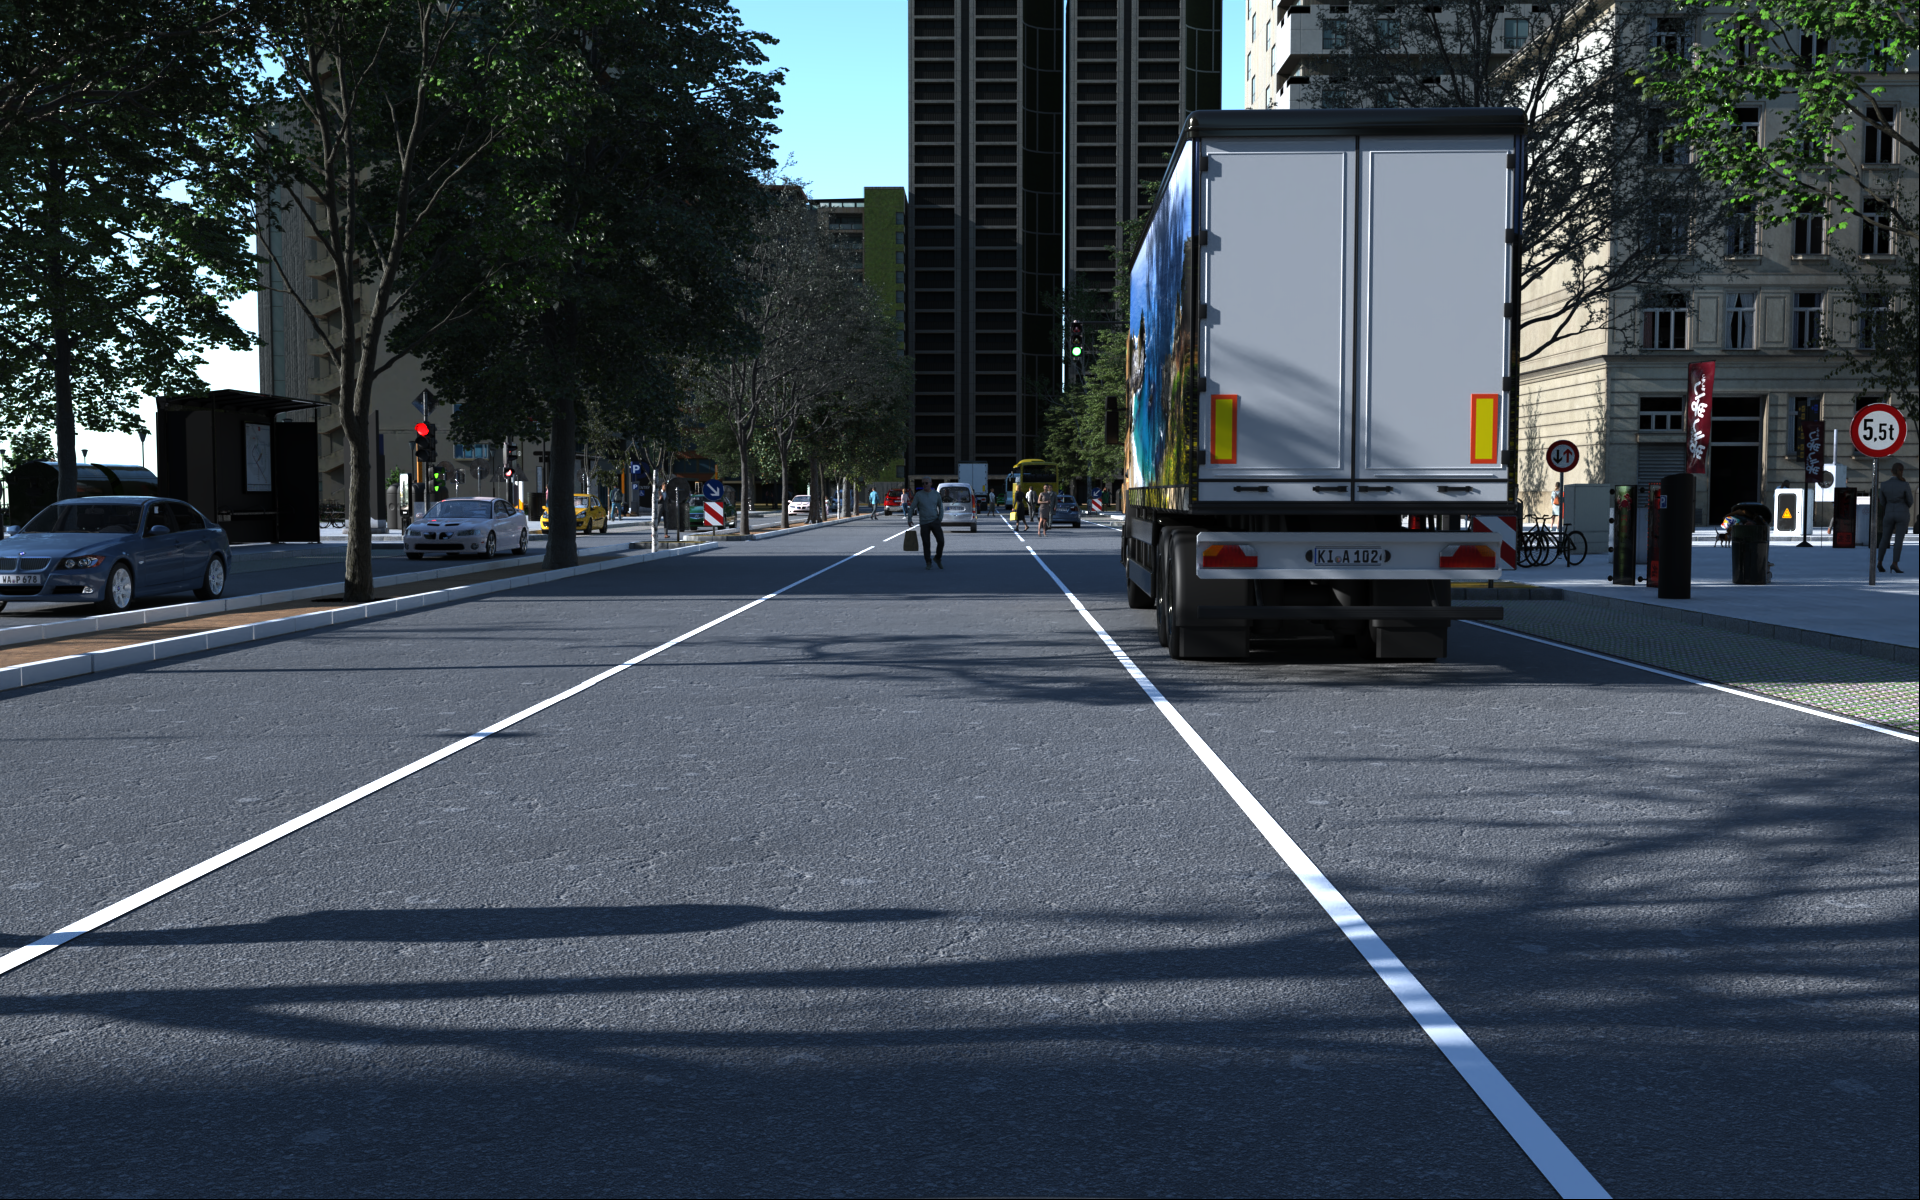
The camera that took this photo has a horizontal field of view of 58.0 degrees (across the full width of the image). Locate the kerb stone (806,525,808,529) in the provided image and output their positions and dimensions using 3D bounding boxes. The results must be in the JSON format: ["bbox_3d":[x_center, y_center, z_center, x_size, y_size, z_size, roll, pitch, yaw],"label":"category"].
[{"bbox_3d":[-6.278,-2.875,69.280,0.120,0.150,1.000,0,4,1],"label":"kerb stone"}]

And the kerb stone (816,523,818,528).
[{"bbox_3d":[-6.222,-3.130,73.378,0.120,0.150,1.000,0,4,1],"label":"kerb stone"}]

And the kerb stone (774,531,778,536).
[{"bbox_3d":[-6.408,-2.253,59.039,0.120,0.150,1.000,0,4,1],"label":"kerb stone"}]

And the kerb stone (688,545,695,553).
[{"bbox_3d":[-6.631,-1.213,42.035,0.120,0.150,1.000,0,4,1],"label":"kerb stone"}]

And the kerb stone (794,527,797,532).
[{"bbox_3d":[-6.333,-2.629,65.187,0.120,0.150,1.000,0,4,1],"label":"kerb stone"}]

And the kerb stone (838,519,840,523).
[{"bbox_3d":[-6.077,-3.818,84.636,0.120,0.150,1.000,0,4,1],"label":"kerb stone"}]

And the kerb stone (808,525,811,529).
[{"bbox_3d":[-6.266,-2.942,70.302,0.120,0.150,1.000,0,4,1],"label":"kerb stone"}]

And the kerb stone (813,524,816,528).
[{"bbox_3d":[-6.244,-3.068,72.356,0.120,0.150,1.000,0,4,1],"label":"kerb stone"}]

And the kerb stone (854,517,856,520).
[{"bbox_3d":[-5.945,-4.440,94.889,0.120,0.150,1.000,0,4,1],"label":"kerb stone"}]

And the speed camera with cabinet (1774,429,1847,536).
[{"bbox_3d":[26.243,-3.617,53.473,0.660,3.252,2.038,-2,4,-29],"label":"speed camera with cabinet"}]

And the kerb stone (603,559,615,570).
[{"bbox_3d":[-6.753,-0.649,32.802,0.120,0.150,1.000,0,4,1],"label":"kerb stone"}]

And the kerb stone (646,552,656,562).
[{"bbox_3d":[-6.697,-0.894,36.903,0.120,0.150,1.000,0,4,1],"label":"kerb stone"}]

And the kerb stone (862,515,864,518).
[{"bbox_3d":[-5.870,-4.817,101.039,0.120,0.150,1.000,0,4,1],"label":"kerb stone"}]

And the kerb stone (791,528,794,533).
[{"bbox_3d":[-6.341,-2.566,64.165,0.120,0.150,1.000,0,4,1],"label":"kerb stone"}]

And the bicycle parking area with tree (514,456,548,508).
[{"bbox_3d":[-28.938,-7.757,113.822,9.016,4.147,8.231,3,5,40],"label":"bicycle parking area with tree"}]

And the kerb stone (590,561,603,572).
[{"bbox_3d":[-6.774,-0.586,31.779,0.120,0.150,1.000,0,4,1],"label":"kerb stone"}]

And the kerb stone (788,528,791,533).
[{"bbox_3d":[-6.366,-2.504,63.143,0.120,0.150,1.000,0,4,1],"label":"kerb stone"}]

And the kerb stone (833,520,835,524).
[{"bbox_3d":[-6.114,-3.629,81.569,0.120,0.150,1.000,0,4,1],"label":"kerb stone"}]

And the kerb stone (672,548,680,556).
[{"bbox_3d":[-6.660,-1.087,39.974,0.120,0.150,1.000,0,4,1],"label":"kerb stone"}]

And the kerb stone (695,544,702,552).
[{"bbox_3d":[-6.630,-1.275,43.057,0.120,0.150,1.000,0,4,1],"label":"kerb stone"}]

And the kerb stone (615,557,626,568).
[{"bbox_3d":[-6.740,-0.711,33.826,0.120,0.150,1.000,0,4,1],"label":"kerb stone"}]

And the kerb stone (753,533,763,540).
[{"bbox_3d":[-6.468,-2.003,54.937,0.120,0.150,1.000,0,4,1],"label":"kerb stone"}]

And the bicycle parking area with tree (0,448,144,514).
[{"bbox_3d":[-58.736,-7.578,110.903,8.231,4.147,9.016,1,4,12],"label":"bicycle parking area with tree"}]

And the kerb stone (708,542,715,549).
[{"bbox_3d":[-6.594,-1.395,45.101,0.120,0.150,1.000,0,4,1],"label":"kerb stone"}]

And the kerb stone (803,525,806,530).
[{"bbox_3d":[-6.295,-2.812,68.258,0.120,0.150,1.000,0,4,1],"label":"kerb stone"}]

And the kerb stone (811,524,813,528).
[{"bbox_3d":[-6.263,-3.005,71.329,0.120,0.150,1.000,0,4,1],"label":"kerb stone"}]

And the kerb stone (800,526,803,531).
[{"bbox_3d":[-6.305,-2.754,67.235,0.120,0.150,1.000,0,4,1],"label":"kerb stone"}]

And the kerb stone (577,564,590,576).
[{"bbox_3d":[-6.783,-0.519,30.754,0.120,0.150,1.000,0,4,1],"label":"kerb stone"}]

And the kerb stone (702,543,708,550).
[{"bbox_3d":[-6.607,-1.330,44.079,0.120,0.150,1.000,0,4,1],"label":"kerb stone"}]

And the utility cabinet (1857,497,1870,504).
[{"bbox_3d":[23.242,-2.056,44.774,0.306,1.237,1.020,-3,5,-44],"label":"utility cabinet"}]

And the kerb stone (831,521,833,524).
[{"bbox_3d":[-6.133,-3.569,80.544,0.120,0.150,1.000,0,4,1],"label":"kerb stone"}]

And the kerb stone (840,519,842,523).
[{"bbox_3d":[-6.077,-3.882,85.658,0.120,0.150,1.000,0,4,1],"label":"kerb stone"}]

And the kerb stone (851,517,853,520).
[{"bbox_3d":[-5.971,-4.320,92.833,0.120,0.150,1.000,0,4,1],"label":"kerb stone"}]

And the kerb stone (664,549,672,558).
[{"bbox_3d":[-6.678,-1.025,38.952,0.120,0.150,1.000,0,4,1],"label":"kerb stone"}]

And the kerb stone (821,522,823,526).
[{"bbox_3d":[-6.203,-3.255,75.423,0.120,0.150,1.000,0,4,1],"label":"kerb stone"}]

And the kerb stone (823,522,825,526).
[{"bbox_3d":[-6.190,-3.316,76.450,0.120,0.150,1.000,0,4,1],"label":"kerb stone"}]

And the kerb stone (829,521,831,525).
[{"bbox_3d":[-6.145,-3.506,79.517,0.120,0.150,1.000,0,4,1],"label":"kerb stone"}]

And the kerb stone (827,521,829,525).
[{"bbox_3d":[-6.159,-3.443,78.495,0.120,0.150,1.000,0,4,1],"label":"kerb stone"}]

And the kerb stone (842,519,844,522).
[{"bbox_3d":[-6.050,-3.944,86.687,0.120,0.150,1.000,0,4,1],"label":"kerb stone"}]

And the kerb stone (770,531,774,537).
[{"bbox_3d":[-6.428,-2.191,58.013,0.120,0.150,1.000,0,4,1],"label":"kerb stone"}]

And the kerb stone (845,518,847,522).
[{"bbox_3d":[-6.033,-4.067,88.732,0.120,0.150,1.000,0,4,1],"label":"kerb stone"}]

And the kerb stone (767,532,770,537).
[{"bbox_3d":[-6.445,-2.119,56.992,0.120,0.150,1.000,0,4,1],"label":"kerb stone"}]

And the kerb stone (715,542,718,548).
[{"bbox_3d":[-6.578,-1.459,46.124,0.120,0.150,1.000,0,4,1],"label":"kerb stone"}]

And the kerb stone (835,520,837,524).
[{"bbox_3d":[-6.112,-3.693,82.592,0.120,0.150,1.000,0,4,1],"label":"kerb stone"}]

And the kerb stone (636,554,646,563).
[{"bbox_3d":[-6.718,-0.837,35.879,0.120,0.150,1.000,0,4,1],"label":"kerb stone"}]

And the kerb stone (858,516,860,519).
[{"bbox_3d":[-5.908,-4.634,97.965,0.120,0.150,1.000,0,4,1],"label":"kerb stone"}]

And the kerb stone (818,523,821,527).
[{"bbox_3d":[-6.208,-3.193,74.400,0.120,0.150,1.000,0,4,1],"label":"kerb stone"}]

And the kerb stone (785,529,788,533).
[{"bbox_3d":[-6.374,-2.441,62.112,0.120,0.150,1.000,0,4,1],"label":"kerb stone"}]

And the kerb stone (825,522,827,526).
[{"bbox_3d":[-6.180,-3.381,77.472,0.120,0.150,1.000,0,4,1],"label":"kerb stone"}]

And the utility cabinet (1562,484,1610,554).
[{"bbox_3d":[13.415,-1.739,37.119,1.173,1.500,0.318,-2,4,-33],"label":"utility cabinet"}]

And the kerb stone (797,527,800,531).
[{"bbox_3d":[-6.322,-2.692,66.212,0.120,0.150,1.000,0,4,1],"label":"kerb stone"}]

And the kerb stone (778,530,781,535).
[{"bbox_3d":[-6.402,-2.316,60.062,0.120,0.150,1.000,0,4,1],"label":"kerb stone"}]

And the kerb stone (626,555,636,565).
[{"bbox_3d":[-6.732,-0.773,34.852,0.120,0.150,1.000,0,4,1],"label":"kerb stone"}]

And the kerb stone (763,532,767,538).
[{"bbox_3d":[-6.449,-2.064,55.962,0.120,0.150,1.000,0,4,1],"label":"kerb stone"}]

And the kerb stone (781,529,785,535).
[{"bbox_3d":[-6.387,-2.372,61.090,0.120,0.150,1.000,0,4,1],"label":"kerb stone"}]

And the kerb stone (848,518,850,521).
[{"bbox_3d":[-6.007,-4.195,90.789,0.120,0.150,1.000,0,4,1],"label":"kerb stone"}]

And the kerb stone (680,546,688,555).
[{"bbox_3d":[-6.643,-1.151,41.010,0.120,0.150,1.000,0,4,1],"label":"kerb stone"}]

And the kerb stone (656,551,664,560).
[{"bbox_3d":[-6.682,-0.962,37.924,0.120,0.150,1.000,0,4,1],"label":"kerb stone"}]
